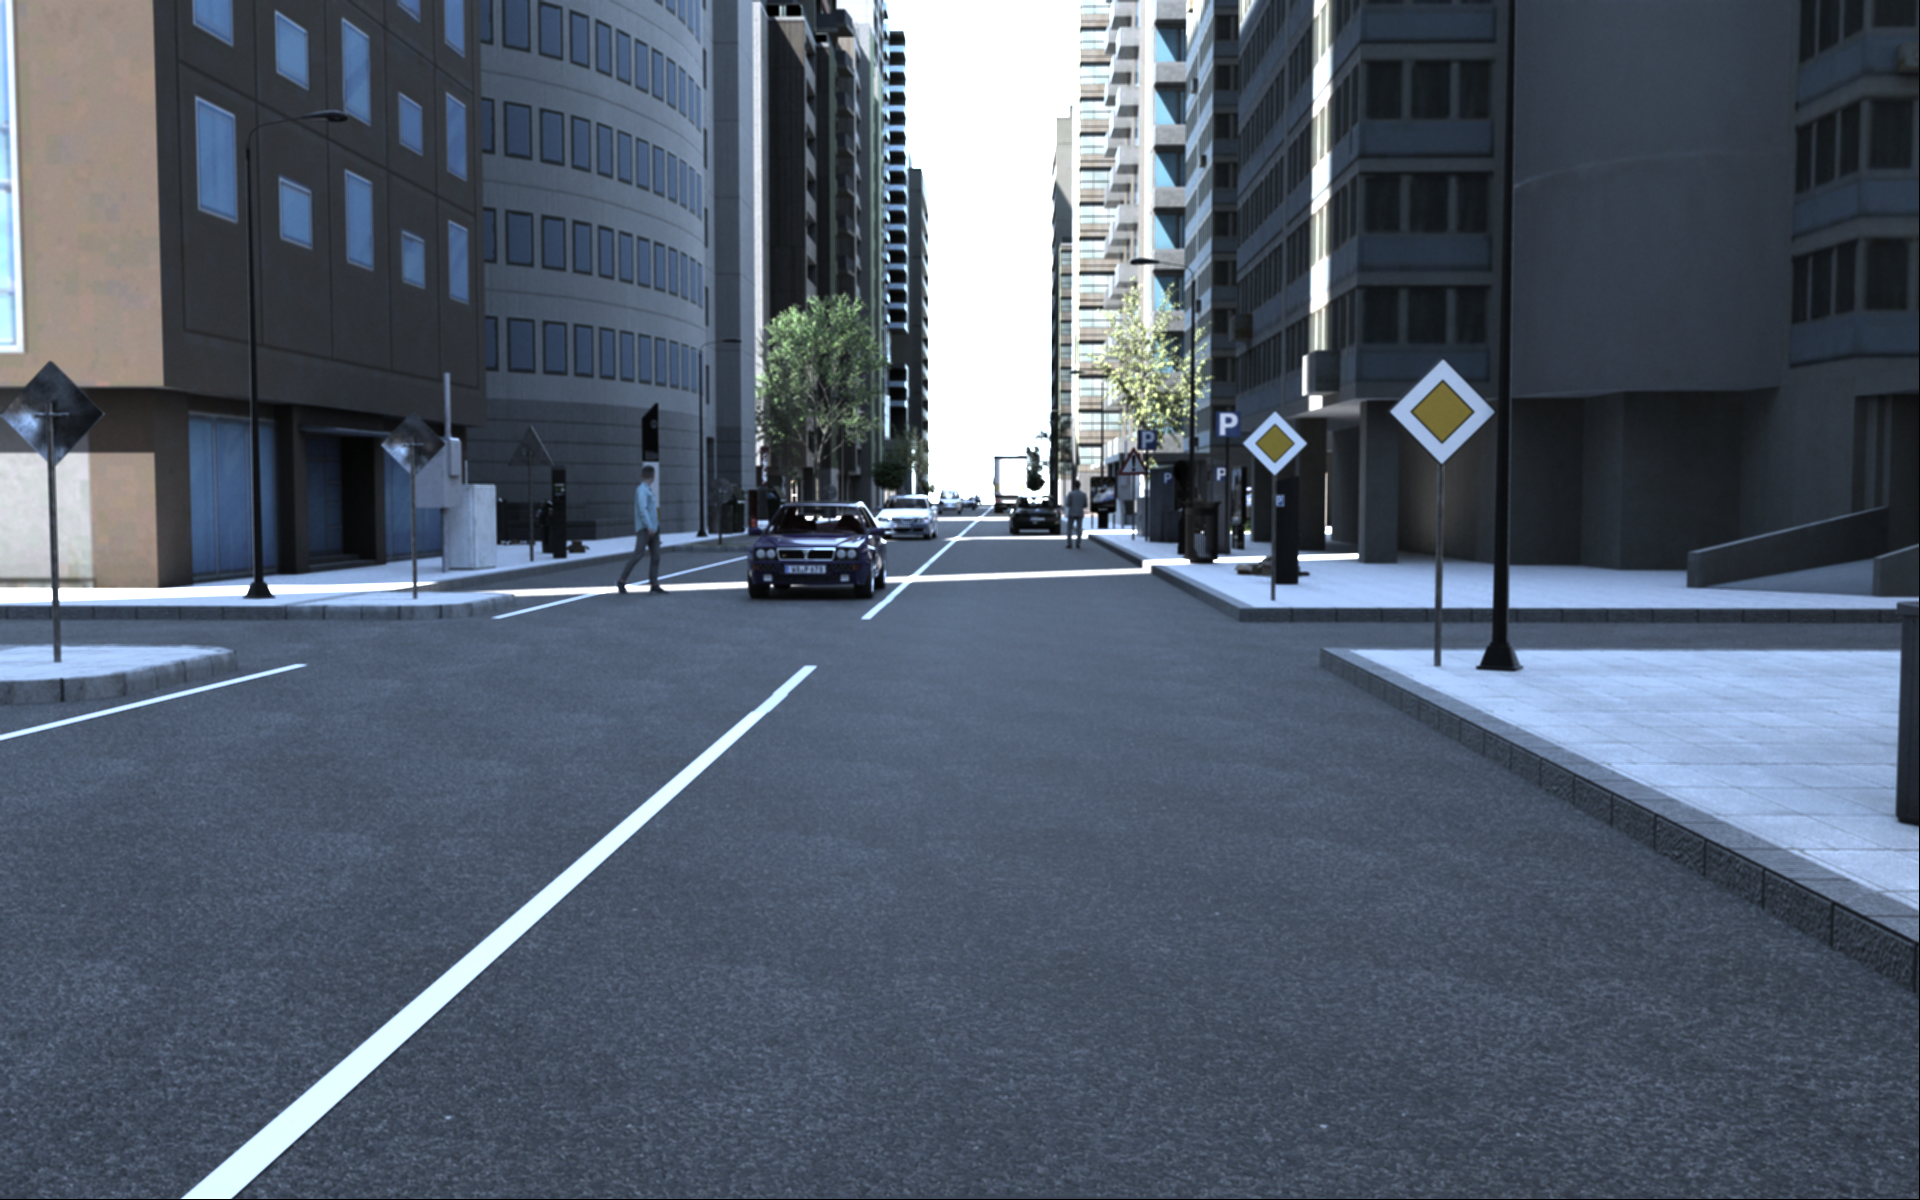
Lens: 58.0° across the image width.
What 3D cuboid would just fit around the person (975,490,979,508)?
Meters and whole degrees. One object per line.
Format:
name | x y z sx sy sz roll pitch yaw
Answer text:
person | 1.782 -10.746 184.179 0.705 1.826 1.348 -1 4 -16

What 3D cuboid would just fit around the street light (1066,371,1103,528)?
street light | 4.817 -5.670 65.241 1.470 5.913 1.316 0 4 2

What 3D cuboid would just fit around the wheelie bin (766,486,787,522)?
wheelie bin | -7.467 -3.814 70.263 0.693 1.594 0.980 1 4 20

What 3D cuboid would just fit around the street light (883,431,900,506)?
street light | -5.144 -9.537 128.469 1.470 5.913 1.316 0 4 2

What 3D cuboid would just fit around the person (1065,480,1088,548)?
person | 3.060 -2.283 46.020 0.606 1.804 0.583 -1 4 -19

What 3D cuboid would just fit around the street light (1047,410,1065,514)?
street light | 5.694 -7.546 95.916 1.470 5.913 1.316 0 4 2

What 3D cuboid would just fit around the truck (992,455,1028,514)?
truck | 3.789 -8.677 130.778 2.839 4.237 11.283 0 4 2

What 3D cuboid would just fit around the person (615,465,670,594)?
person | -4.547 -1.008 24.835 0.748 1.841 0.638 1 4 11

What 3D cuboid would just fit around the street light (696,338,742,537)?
street light | -7.212 -4.850 51.837 1.470 5.913 1.316 0 4 2

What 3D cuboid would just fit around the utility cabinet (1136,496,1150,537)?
utility cabinet | 5.568 -2.529 52.503 0.306 1.237 1.020 0 4 -4

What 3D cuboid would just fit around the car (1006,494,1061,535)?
car | 2.692 -3.225 62.516 2.009 1.686 4.222 0 4 0

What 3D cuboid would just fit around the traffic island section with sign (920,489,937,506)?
traffic island section with sign | -3.252 -8.505 147.691 1.989 1.847 2.006 0 4 2

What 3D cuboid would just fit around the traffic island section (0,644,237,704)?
traffic island section | -6.907 0.555 13.214 2.009 0.180 2.903 0 4 2

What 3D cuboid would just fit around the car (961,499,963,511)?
car | -0.696 -8.346 146.245 2.009 1.686 4.222 0 4 3

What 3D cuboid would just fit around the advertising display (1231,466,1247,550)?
advertising display | 6.481 -2.148 40.327 0.123 1.923 0.974 0 4 -6

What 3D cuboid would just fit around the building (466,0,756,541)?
building | -19.470 -31.541 57.700 21.231 58.520 28.212 0 4 2

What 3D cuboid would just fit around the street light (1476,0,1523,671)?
street light | 3.424 -2.448 12.562 1.470 5.913 1.316 0 4 2

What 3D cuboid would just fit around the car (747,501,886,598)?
car | -2.019 -0.764 25.064 1.945 1.354 3.894 0 4 1

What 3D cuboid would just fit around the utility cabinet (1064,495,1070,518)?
utility cabinet | 5.966 -5.042 93.603 0.306 1.237 1.020 2 4 27

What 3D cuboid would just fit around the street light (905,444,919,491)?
street light | -4.463 -11.438 159.556 1.470 5.913 1.316 0 4 2

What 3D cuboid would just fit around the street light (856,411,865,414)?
street light | -6.056 -7.644 97.521 1.470 5.913 1.316 0 4 2

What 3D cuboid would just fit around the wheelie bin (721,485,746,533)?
wheelie bin | -7.507 -3.005 57.039 0.693 1.594 0.980 1 4 21

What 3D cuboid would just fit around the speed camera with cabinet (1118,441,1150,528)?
speed camera with cabinet | 6.789 -4.263 64.040 2.038 3.252 0.660 3 5 44

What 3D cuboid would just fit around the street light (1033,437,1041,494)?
street light | 6.914 -10.274 140.525 1.470 5.913 1.316 0 4 2

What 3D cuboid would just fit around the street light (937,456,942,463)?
street light | -3.007 -14.607 211.365 1.470 5.913 1.316 0 4 2

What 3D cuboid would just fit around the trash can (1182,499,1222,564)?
trash can | 4.489 -1.255 32.177 0.748 1.137 0.748 0 3 0

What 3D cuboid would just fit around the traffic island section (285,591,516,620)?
traffic island section | -6.689 0.066 21.196 2.009 0.180 2.903 0 4 2

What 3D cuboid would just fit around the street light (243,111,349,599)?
street light | -8.105 -2.974 21.162 1.470 5.913 1.316 0 4 2

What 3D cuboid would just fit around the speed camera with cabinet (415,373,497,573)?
speed camera with cabinet | -8.463 -2.124 29.061 0.660 3.252 2.038 1 4 8

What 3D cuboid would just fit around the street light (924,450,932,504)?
street light | -3.740 -12.731 180.686 1.470 5.913 1.316 0 4 2

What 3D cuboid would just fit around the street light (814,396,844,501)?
street light | -6.377 -6.726 82.513 1.470 5.913 1.316 0 4 2

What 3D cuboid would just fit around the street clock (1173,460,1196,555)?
street clock | 4.765 -1.971 36.798 0.358 2.002 0.471 -2 4 -35

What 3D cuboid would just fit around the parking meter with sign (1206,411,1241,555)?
parking meter with sign | 5.608 -2.516 37.394 0.543 3.016 1.738 0 4 -2

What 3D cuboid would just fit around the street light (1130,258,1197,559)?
street light | 4.051 -3.774 34.247 1.470 5.913 1.316 0 4 2

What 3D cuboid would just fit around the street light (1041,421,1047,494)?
street light | 6.060 -8.371 109.405 1.470 5.913 1.316 0 4 2

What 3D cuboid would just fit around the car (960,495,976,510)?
car | 0.516 -8.783 156.186 1.945 1.354 3.894 0 4 1

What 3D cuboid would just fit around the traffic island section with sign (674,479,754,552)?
traffic island section with sign | -6.074 -2.147 43.738 1.989 1.847 2.006 0 4 2

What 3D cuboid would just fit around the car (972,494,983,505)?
car | 2.149 -13.875 238.865 2.014 1.417 4.499 0 4 1

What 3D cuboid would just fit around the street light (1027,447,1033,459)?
street light | 7.687 -12.176 171.622 1.470 5.913 1.316 0 4 2

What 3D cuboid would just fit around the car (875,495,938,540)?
car | -1.689 -2.676 55.752 2.014 1.417 4.499 0 4 3

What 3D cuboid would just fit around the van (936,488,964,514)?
van | -0.735 -7.180 124.406 2.013 2.044 4.112 0 3 0

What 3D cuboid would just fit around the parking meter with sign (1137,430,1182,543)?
parking meter with sign | 5.373 -3.058 46.255 0.543 3.016 1.738 -1 4 -21

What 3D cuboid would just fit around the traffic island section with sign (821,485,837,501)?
traffic island section with sign | -5.334 -3.817 71.038 1.989 1.847 2.006 0 4 2

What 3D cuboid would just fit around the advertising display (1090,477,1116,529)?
advertising display | 5.321 -3.616 64.331 0.974 1.923 0.123 1 4 22

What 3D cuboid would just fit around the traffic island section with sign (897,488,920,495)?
traffic island section with sign | -3.997 -6.818 120.096 1.989 1.847 2.006 0 4 2

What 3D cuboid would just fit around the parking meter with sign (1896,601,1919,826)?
parking meter with sign | 4.522 -0.647 6.844 1.738 3.016 0.543 -1 4 -23
